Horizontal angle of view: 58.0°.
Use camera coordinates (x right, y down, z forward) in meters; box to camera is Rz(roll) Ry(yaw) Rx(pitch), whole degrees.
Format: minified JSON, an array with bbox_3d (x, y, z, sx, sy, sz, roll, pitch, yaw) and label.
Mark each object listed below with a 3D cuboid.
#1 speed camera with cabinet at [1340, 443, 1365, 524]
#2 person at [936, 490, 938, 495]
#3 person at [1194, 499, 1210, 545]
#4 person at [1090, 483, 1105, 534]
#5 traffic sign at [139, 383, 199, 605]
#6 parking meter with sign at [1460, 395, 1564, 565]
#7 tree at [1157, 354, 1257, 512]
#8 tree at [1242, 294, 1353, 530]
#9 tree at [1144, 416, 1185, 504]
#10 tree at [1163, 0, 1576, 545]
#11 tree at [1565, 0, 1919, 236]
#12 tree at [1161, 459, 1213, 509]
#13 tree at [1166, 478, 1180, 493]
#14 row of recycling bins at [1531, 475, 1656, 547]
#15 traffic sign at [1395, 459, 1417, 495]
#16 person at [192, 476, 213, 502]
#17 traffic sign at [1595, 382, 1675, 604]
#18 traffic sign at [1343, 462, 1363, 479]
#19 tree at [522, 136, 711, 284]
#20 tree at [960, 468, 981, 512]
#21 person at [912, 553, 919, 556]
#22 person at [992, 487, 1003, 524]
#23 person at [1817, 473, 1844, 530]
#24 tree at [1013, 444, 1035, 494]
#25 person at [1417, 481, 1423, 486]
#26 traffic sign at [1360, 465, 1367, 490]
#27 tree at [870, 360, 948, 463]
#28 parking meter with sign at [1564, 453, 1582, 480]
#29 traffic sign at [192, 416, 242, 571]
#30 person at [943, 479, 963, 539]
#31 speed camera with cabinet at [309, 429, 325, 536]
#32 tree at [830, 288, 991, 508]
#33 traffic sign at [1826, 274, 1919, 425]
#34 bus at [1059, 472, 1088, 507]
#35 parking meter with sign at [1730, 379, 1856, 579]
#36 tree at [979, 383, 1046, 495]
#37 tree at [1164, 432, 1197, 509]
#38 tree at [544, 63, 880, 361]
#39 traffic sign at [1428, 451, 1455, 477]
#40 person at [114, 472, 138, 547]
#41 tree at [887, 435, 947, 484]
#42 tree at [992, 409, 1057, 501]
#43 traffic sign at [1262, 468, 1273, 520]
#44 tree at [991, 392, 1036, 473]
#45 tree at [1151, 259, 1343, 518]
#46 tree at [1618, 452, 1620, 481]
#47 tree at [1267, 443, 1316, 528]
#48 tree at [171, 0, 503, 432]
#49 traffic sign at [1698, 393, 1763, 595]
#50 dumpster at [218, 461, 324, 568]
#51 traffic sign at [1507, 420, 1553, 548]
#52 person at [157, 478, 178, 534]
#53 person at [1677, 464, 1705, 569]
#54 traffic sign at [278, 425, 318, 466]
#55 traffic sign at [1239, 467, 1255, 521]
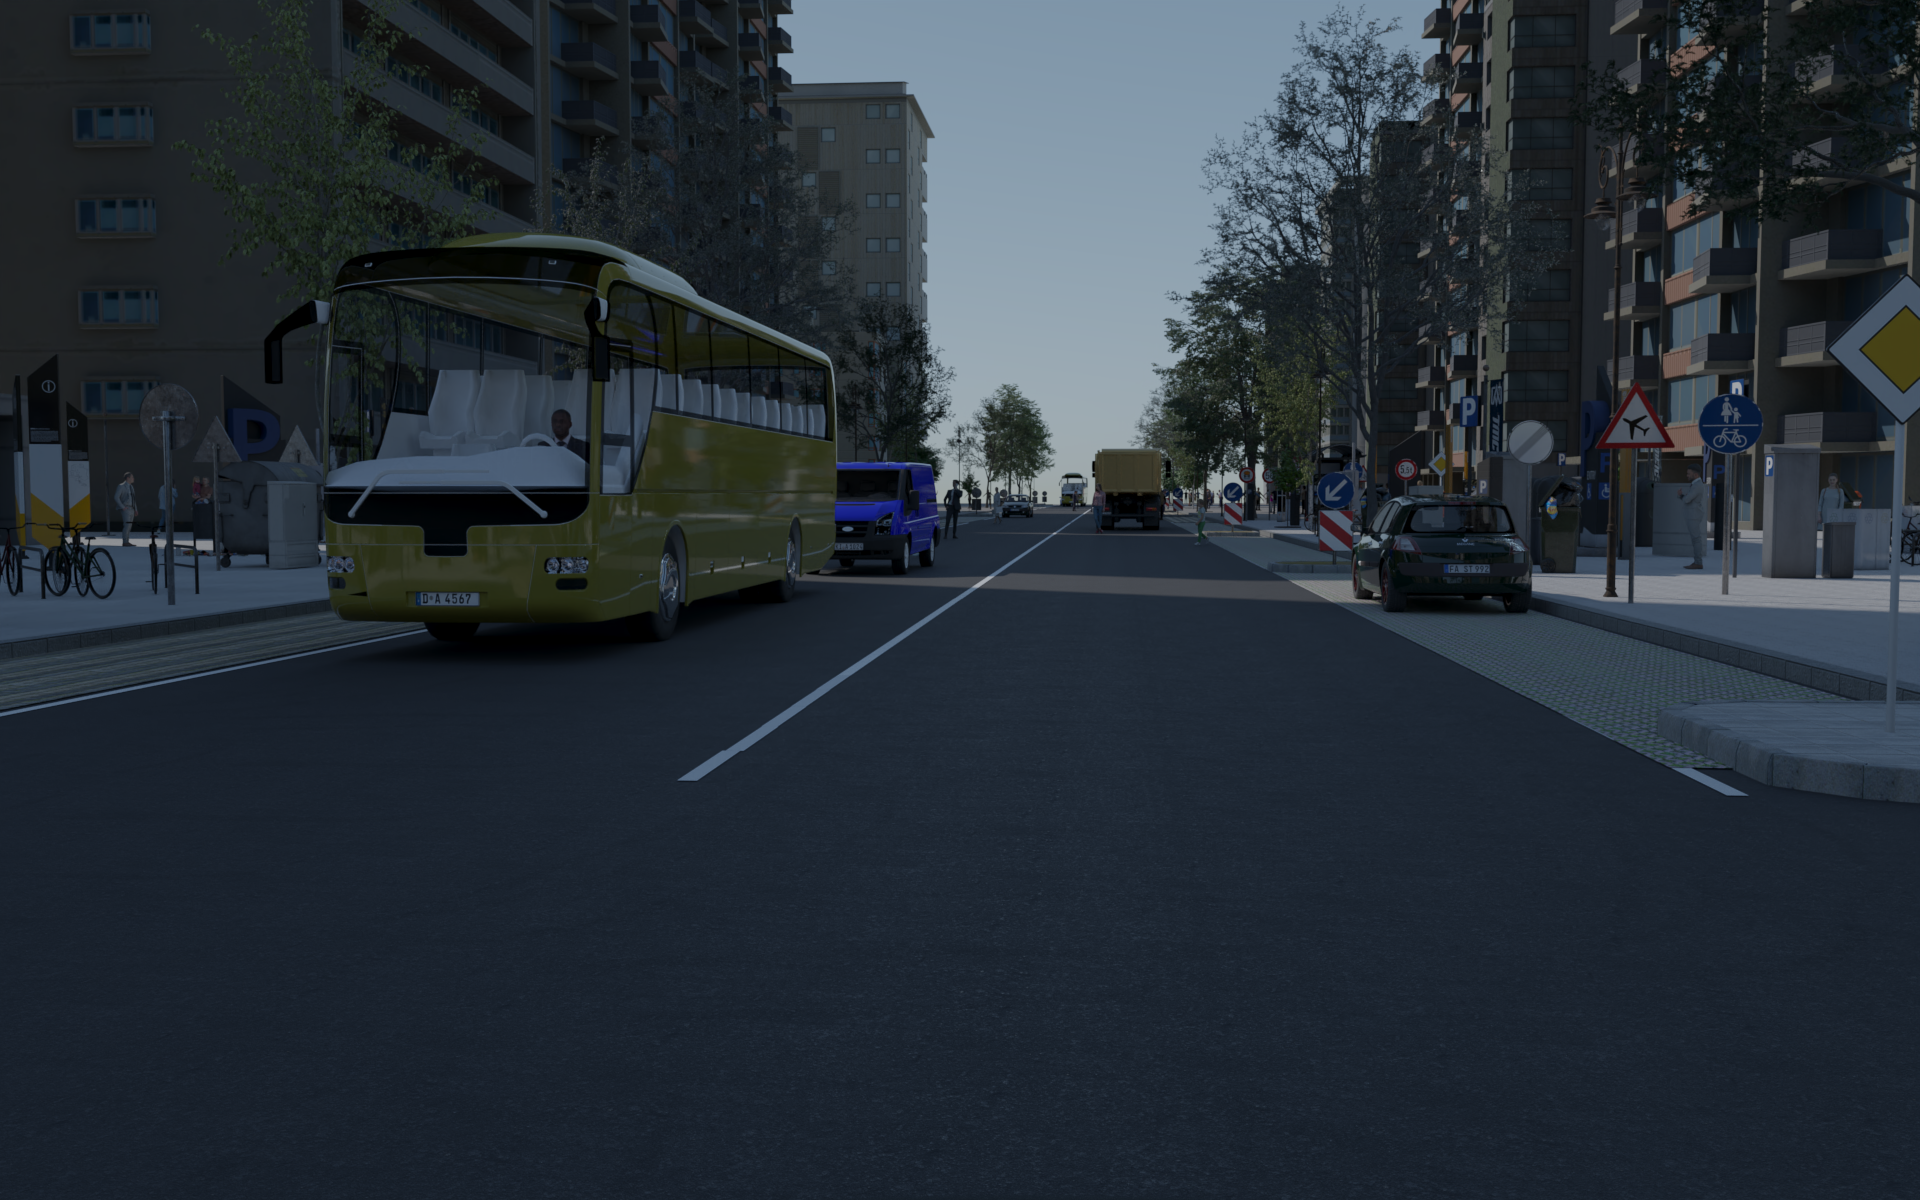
[{"bbox_3d":[15.375,-4.467,67.370,0.660,3.252,2.038,2,4,34],"label":"speed camera with cabinet"},{"bbox_3d":[-2.125,-8.323,142.927,0.445,1.727,0.742,2,4,25],"label":"person"},{"bbox_3d":[6.823,-2.205,48.794,0.590,1.304,0.306,-2,4,-33],"label":"person"},{"bbox_3d":[5.002,-3.324,62.857,0.555,1.821,0.388,1,4,12],"label":"person"},{"bbox_3d":[-9.121,-1.214,19.959,0.768,2.556,0.104,1,4,11],"label":"traffic sign"},{"bbox_3d":[9.855,-2.129,31.066,1.738,3.016,0.543,-1,4,-17],"label":"parking meter with sign"},{"bbox_3d":[17.537,-12.064,122.997,9.928,11.665,9.643,0,3,0],"label":"tree"},{"bbox_3d":[12.440,-6.853,62.406,4.737,8.622,4.395,0,3,0],"label":"tree"},{"bbox_3d":[27.618,-19.064,229.817,7.486,12.596,7.792,0,3,0],"label":"tree"},{"bbox_3d":[10.329,-8.144,43.531,12.009,13.543,11.850,0,3,0],"label":"tree"},{"bbox_3d":[8.936,-4.900,14.524,7.601,10.594,8.767,0,4,7],"label":"tree"},{"bbox_3d":[20.673,-10.367,153.217,4.285,4.588,4.351,0,3,0],"label":"tree"},{"bbox_3d":[24.974,-12.679,201.908,1.663,3.219,1.824,0,3,0],"label":"tree"},{"bbox_3d":[15.215,-2.144,42.175,3.534,1.692,1.069,0,4,-3],"label":"row of recycling bins"},{"bbox_3d":[16.198,-3.842,62.926,0.768,2.556,0.104,1,4,13],"label":"traffic sign"},{"bbox_3d":[-23.092,-2.855,52.697,0.573,1.828,0.580,2,4,31],"label":"person"},{"bbox_3d":[7.870,-1.238,20.243,0.884,2.594,0.081,0,4,8],"label":"traffic sign"},{"bbox_3d":[15.547,-4.188,68.575,0.768,2.556,0.104,0,4,6],"label":"traffic sign"},{"bbox_3d":[-7.449,-5.286,36.790,4.360,8.622,3.978,0,3,0],"label":"tree"},{"bbox_3d":[0.798,-8.103,127.089,1.663,3.219,1.824,0,3,0],"label":"tree"},{"bbox_3d":[-0.914,-1.931,40.052,0.580,1.828,0.573,2,4,27],"label":"person"},{"bbox_3d":[1.821,-4.570,83.580,0.624,1.780,0.694,-1,4,-22],"label":"person"},{"bbox_3d":[17.474,-1.692,34.709,0.512,1.701,0.522,3,4,37],"label":"person"},{"bbox_3d":[7.902,-16.636,222.366,4.360,8.622,3.978,0,3,0],"label":"tree"},{"bbox_3d":[16.922,-3.507,63.797,0.576,1.772,0.534,3,5,40],"label":"person"},{"bbox_3d":[17.820,-4.687,76.638,0.884,2.594,0.081,1,4,10],"label":"traffic sign"},{"bbox_3d":[-2.674,-8.671,92.131,4.737,8.622,4.395,0,3,0],"label":"tree"},{"bbox_3d":[25.944,-4.681,72.797,0.543,3.016,1.738,-2,4,-35],"label":"parking meter with sign"},{"bbox_3d":[-12.367,-1.762,28.813,0.884,2.594,0.081,0,4,8],"label":"traffic sign"},{"bbox_3d":[-0.218,-2.934,55.832,0.648,1.900,0.474,0,4,-4],"label":"person"},{"bbox_3d":[-20.105,-3.542,52.243,2.038,3.252,0.660,0,4,-1],"label":"speed camera with cabinet"},{"bbox_3d":[-3.855,-8.864,79.342,8.767,10.594,7.601,1,4,15],"label":"tree"},{"bbox_3d":[5.030,-0.431,9.239,0.795,2.593,0.064,0,4,5],"label":"traffic sign"},{"bbox_3d":[13.300,-12.820,201.148,2.896,3.916,12.252,0,4,7],"label":"bus"},{"bbox_3d":[12.695,-1.843,26.397,1.738,3.016,0.543,0,4,4],"label":"parking meter with sign"},{"bbox_3d":[5.371,-15.861,177.450,7.486,12.596,7.792,0,3,0],"label":"tree"},{"bbox_3d":[19.757,-12.099,148.182,4.737,8.622,4.395,0,3,0],"label":"tree"},{"bbox_3d":[-7.249,-8.508,49.471,12.009,13.543,11.850,0,3,0],"label":"tree"},{"bbox_3d":[14.800,-3.273,53.244,0.795,2.593,0.064,1,4,11],"label":"traffic sign"},{"bbox_3d":[-20.424,-2.222,42.467,0.391,1.810,0.635,0,4,-3],"label":"person"},{"bbox_3d":[-2.440,-6.933,97.073,4.285,4.588,4.351,0,3,0],"label":"tree"},{"bbox_3d":[7.029,-17.193,206.868,9.928,11.665,9.643,0,3,0],"label":"tree"},{"bbox_3d":[15.034,-5.136,84.087,0.768,2.556,0.104,1,4,13],"label":"traffic sign"},{"bbox_3d":[2.496,-13.733,158.948,8.767,10.594,7.601,-1,4,-9],"label":"tree"},{"bbox_3d":[15.259,-11.281,91.092,9.857,13.997,8.962,0,3,0],"label":"tree"},{"bbox_3d":[24.917,-4.413,66.758,1.663,3.219,1.824,0,3,0],"label":"tree"},{"bbox_3d":[12.399,-4.366,65.978,1.663,3.219,1.824,0,3,0],"label":"tree"},{"bbox_3d":[-8.712,-4.538,24.555,4.737,8.622,4.395,0,3,0],"label":"tree"},{"bbox_3d":[9.765,-1.341,22.026,0.768,2.556,0.104,1,4,14],"label":"traffic sign"},{"bbox_3d":[-12.241,-1.529,30.758,1.264,1.857,1.865,0,4,5],"label":"dumpster"},{"bbox_3d":[9.877,-1.833,30.070,0.768,2.556,0.104,1,4,9],"label":"traffic sign"},{"bbox_3d":[-25.471,-3.015,55.601,0.793,1.790,0.793,-2,4,-26],"label":"person"},{"bbox_3d":[12.527,-1.436,29.706,0.466,1.800,0.511,1,4,10],"label":"person"},{"bbox_3d":[-12.481,-1.994,32.604,0.884,2.594,0.081,1,4,15],"label":"traffic sign"},{"bbox_3d":[13.434,-4.957,81.152,0.768,2.556,0.104,0,4,6],"label":"traffic sign"}]
